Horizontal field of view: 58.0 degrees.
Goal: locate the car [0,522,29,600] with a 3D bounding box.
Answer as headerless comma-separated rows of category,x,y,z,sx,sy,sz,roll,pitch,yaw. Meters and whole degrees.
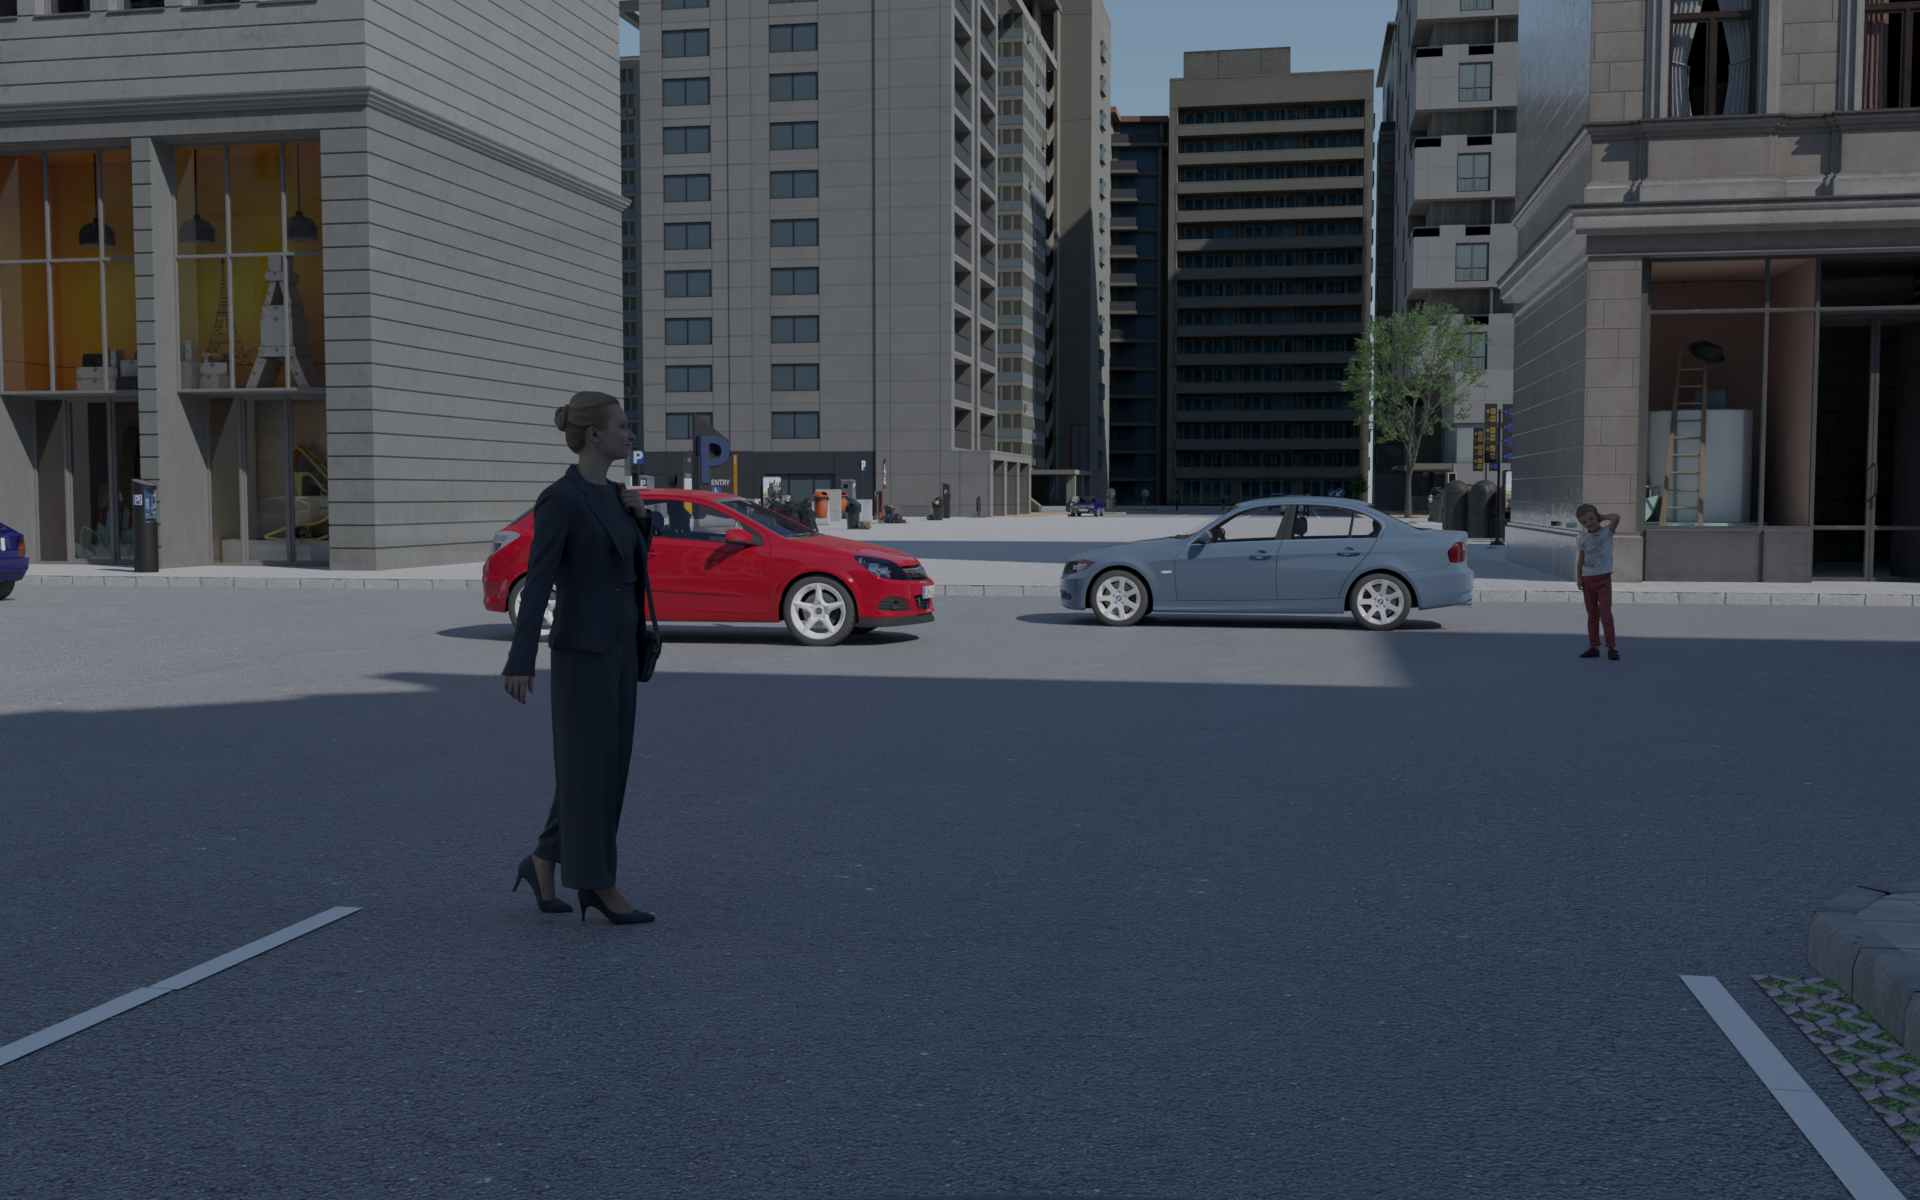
car,-14.490,-0.631,22.899,3.894,1.354,1.945,1,4,13

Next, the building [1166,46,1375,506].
building,34.422,-34.768,192.161,21.600,48.544,21.300,1,4,11

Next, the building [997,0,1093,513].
building,-6.596,-26.801,130.077,32.217,40.220,23.993,1,4,11

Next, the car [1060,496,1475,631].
car,3.348,-0.438,19.159,4.499,1.417,2.014,1,4,12

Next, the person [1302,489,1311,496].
person,19.742,-5.473,98.673,1.217,1.739,0.721,2,4,24

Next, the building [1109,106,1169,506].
building,9.664,-33.182,197.142,28.867,44.769,22.147,1,4,11

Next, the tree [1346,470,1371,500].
tree,30.965,-8.596,135.147,1.663,3.219,1.824,0,3,0

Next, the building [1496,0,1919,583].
building,11.130,-10.870,28.628,40.483,20.767,10.553,1,4,11

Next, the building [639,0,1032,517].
building,-6.331,-40.865,106.399,20.563,71.187,20.611,1,4,11

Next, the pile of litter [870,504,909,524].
pile of litter,-3.101,-3.772,75.629,1.719,0.858,1.176,1,4,15

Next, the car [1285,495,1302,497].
car,22.745,-6.434,117.553,2.083,1.381,4.827,1,4,13

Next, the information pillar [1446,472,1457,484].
information pillar,16.725,-3.335,59.014,0.304,2.012,0.304,0,4,2

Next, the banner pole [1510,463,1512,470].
banner pole,20.895,-4.606,65.328,0.401,3.779,0.863,0,4,-8

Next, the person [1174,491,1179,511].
person,18.734,-8.629,150.310,0.721,1.735,1.217,1,4,20

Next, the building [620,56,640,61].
building,-31.834,-37.867,208.365,27.495,52.752,28.713,1,4,11

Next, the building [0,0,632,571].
building,-23.163,-15.816,36.092,29.804,29.767,11.434,1,4,11

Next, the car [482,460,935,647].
car,-2.472,-0.503,17.269,4.494,1.783,2.155,1,4,9

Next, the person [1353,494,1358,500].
person,37.485,-9.421,163.995,0.593,1.643,0.415,-1,4,-15

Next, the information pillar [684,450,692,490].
information pillar,-14.317,-6.103,91.136,0.183,3.616,0.504,3,5,40

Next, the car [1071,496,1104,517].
car,8.093,-5.953,109.909,1.945,1.354,3.894,1,4,12

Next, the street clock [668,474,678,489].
street clock,-10.372,-3.553,62.660,0.358,2.002,0.471,0,4,5

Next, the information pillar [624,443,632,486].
information pillar,-15.262,-5.404,79.711,0.183,3.616,0.504,-3,5,-44

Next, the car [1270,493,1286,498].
car,28.649,-8.944,155.827,1.945,1.707,3.694,1,4,13

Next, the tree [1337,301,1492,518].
tree,24.068,-10.170,92.031,9.928,11.665,9.643,0,3,0

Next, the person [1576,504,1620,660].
person,5.570,-0.165,15.103,0.435,1.345,0.340,2,4,34

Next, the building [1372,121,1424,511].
building,39.713,-22.293,136.185,14.160,30.474,14.107,1,4,11

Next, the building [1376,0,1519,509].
building,60.290,-36.822,191.275,27.495,52.752,28.713,1,4,11

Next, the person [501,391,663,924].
person,-1.277,0.192,5.781,0.534,1.772,0.576,0,4,-3

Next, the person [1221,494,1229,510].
person,23.894,-8.833,156.150,0.697,1.427,0.421,1,4,22

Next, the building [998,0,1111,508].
building,1.689,-32.424,153.830,21.600,48.544,21.300,1,4,11

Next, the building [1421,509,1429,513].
building,42.979,-32.056,113.360,28.713,52.752,27.495,1,4,11
